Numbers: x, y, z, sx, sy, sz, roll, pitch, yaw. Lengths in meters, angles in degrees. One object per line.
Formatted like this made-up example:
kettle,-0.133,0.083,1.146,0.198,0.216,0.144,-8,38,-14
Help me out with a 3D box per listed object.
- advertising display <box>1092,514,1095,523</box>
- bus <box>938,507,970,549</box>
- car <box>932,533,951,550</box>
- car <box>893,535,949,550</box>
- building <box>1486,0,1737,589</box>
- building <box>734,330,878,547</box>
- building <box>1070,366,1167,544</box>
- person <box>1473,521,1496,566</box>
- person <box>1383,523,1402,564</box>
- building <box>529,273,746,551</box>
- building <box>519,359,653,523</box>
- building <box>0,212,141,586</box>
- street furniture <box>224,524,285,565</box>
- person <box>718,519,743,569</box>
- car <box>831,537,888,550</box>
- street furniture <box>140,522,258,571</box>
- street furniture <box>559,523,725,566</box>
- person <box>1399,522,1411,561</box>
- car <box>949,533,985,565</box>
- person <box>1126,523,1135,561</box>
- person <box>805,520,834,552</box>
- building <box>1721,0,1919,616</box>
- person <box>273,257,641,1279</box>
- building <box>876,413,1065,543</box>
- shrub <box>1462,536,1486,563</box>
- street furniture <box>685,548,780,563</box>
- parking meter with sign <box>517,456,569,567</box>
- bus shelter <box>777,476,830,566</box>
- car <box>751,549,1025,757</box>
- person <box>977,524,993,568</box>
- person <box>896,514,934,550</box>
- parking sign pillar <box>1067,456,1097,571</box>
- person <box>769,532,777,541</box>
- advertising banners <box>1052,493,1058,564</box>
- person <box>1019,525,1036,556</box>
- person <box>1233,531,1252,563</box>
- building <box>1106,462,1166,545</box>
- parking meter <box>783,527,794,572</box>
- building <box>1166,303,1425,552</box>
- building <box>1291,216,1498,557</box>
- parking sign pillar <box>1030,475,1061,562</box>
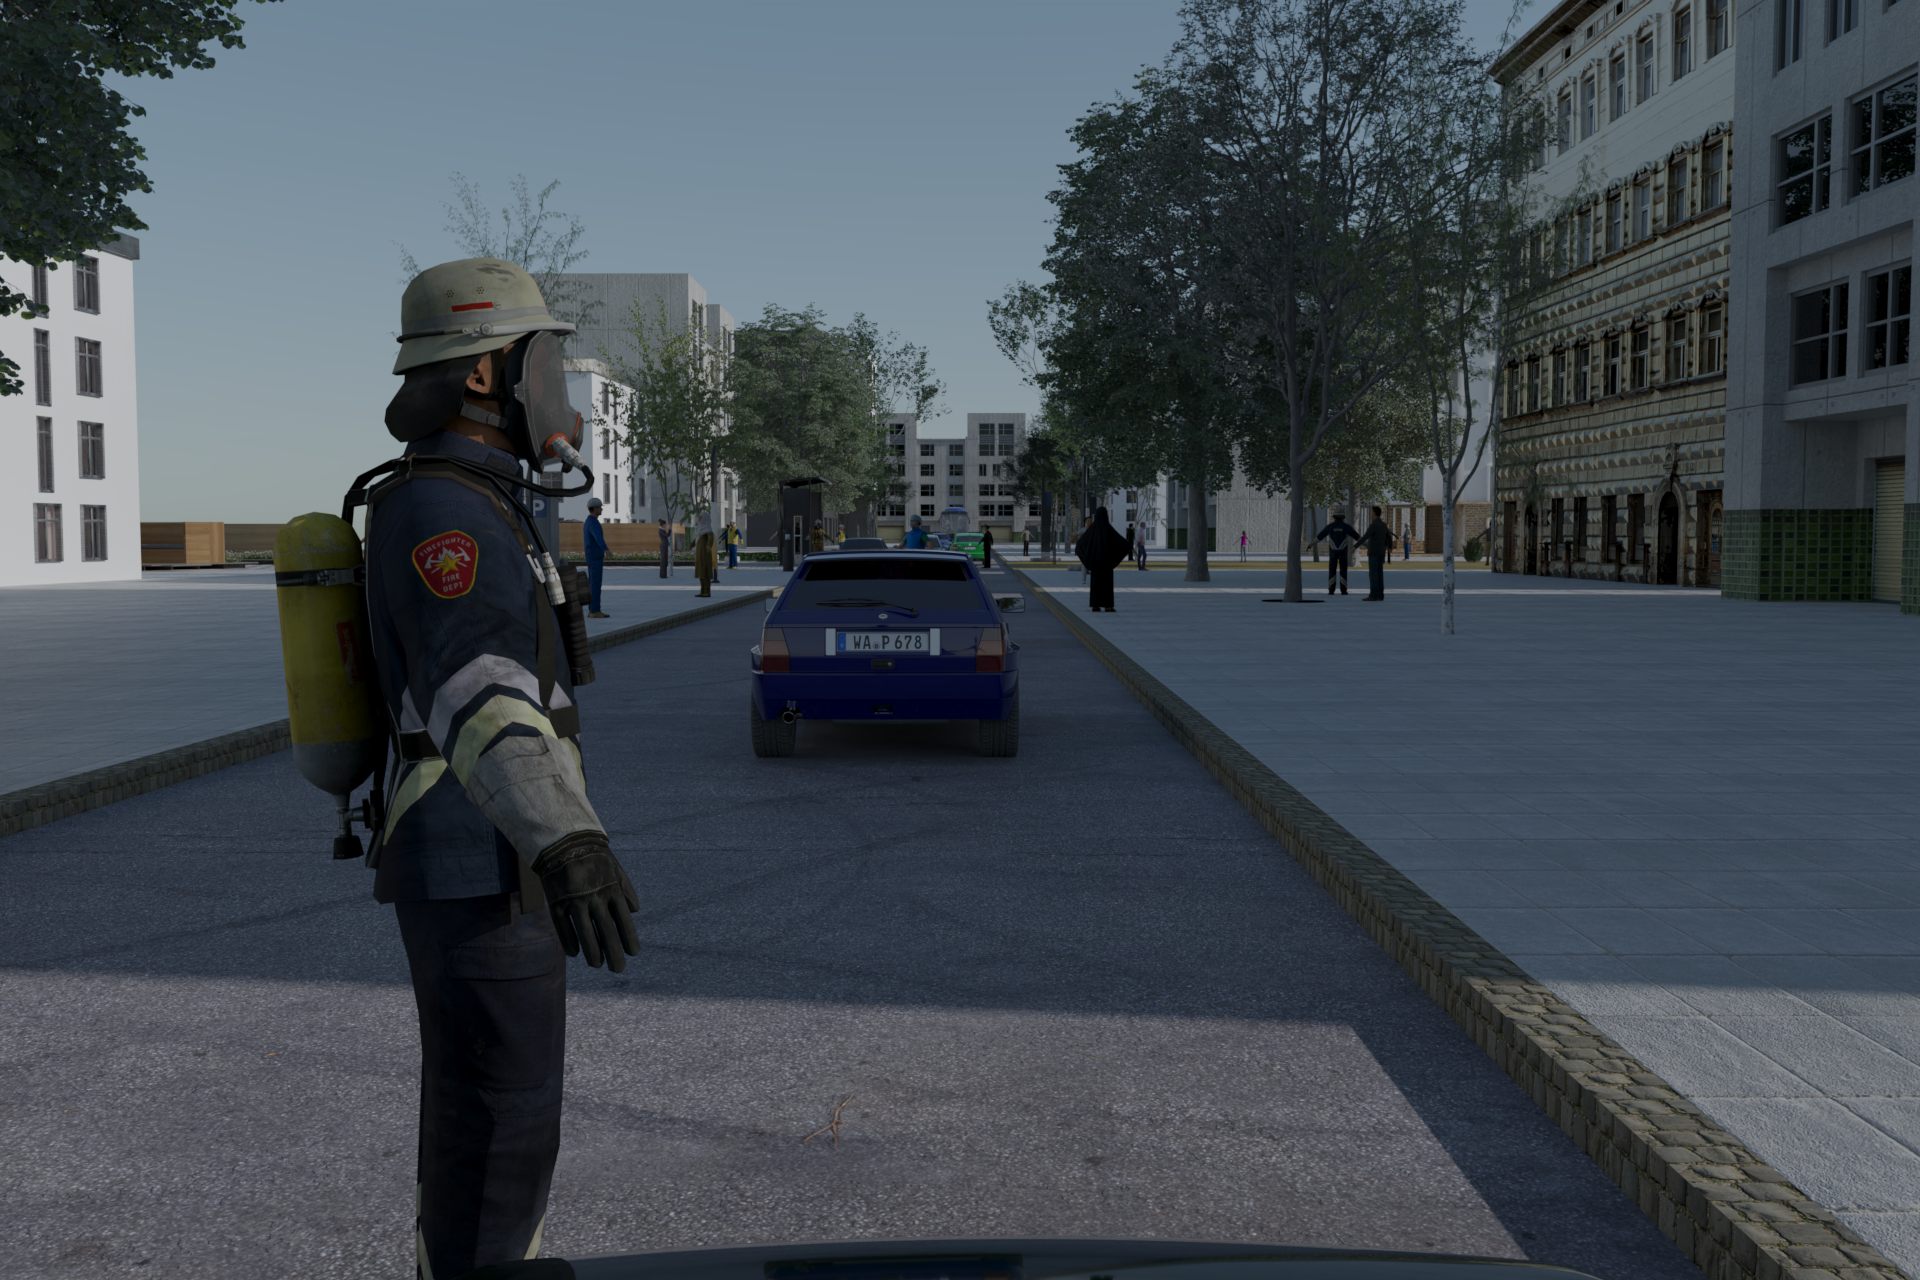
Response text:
advertising display,4.398,-3.145,56.631,0.123,1.923,0.974,0,4,0
bus,-0.446,-10.417,161.860,2.896,3.916,12.251,0,4,1
car,-1.720,-8.220,143.981,1.945,1.707,3.694,0,4,0
car,-1.410,-3.118,62.975,2.014,1.417,4.499,0,4,1
building,26.789,-13.245,47.486,19.493,23.208,18.063,0,4,0
building,-24.122,-21.168,190.068,27.936,21.610,32.646,0,4,1
building,24.676,-24.572,232.672,19.493,23.208,18.063,0,4,0
person,21.570,-3.920,70.367,1.348,1.796,0.705,1,4,12
person,18.128,-4.083,73.480,1.216,1.740,0.721,0,4,-3
building,-26.800,-16.330,133.449,16.747,18.905,31.486,0,4,0
building,-21.726,-9.481,97.160,9.099,9.664,28.070,0,4,1
building,-24.274,-5.705,35.420,9.099,9.664,28.070,0,4,1
street furniture,-31.534,-4.170,75.037,9.812,1.723,11.010,0,4,-2
person,-8.385,-3.533,63.737,1.349,1.833,0.705,3,5,43
car,-3.028,-2.553,54.322,1.945,1.354,3.894,0,4,0
street furniture,-30.678,-3.500,64.072,11.010,1.723,9.812,1,4,20
street furniture,-13.053,-3.909,70.774,11.010,1.723,9.812,0,4,-2
person,21.472,-4.740,83.354,0.705,1.847,1.347,0,4,-6
car,0.416,-4.261,78.469,1.959,1.807,4.718,0,4,-1
person,8.240,-4.707,83.139,0.705,1.806,1.347,-1,4,-19
person,-5.597,-3.834,68.461,1.354,1.858,0.705,-3,4,-36
building,23.265,-9.271,18.045,16.747,18.905,31.486,0,4,1
person,-0.724,0.337,2.732,0.705,1.856,1.354,-1,4,-19
building,1.131,-23.861,259.047,31.486,18.905,16.747,0,4,1
shrub,23.027,-4.070,77.656,1.383,1.207,1.383,0,3,0
street furniture,-9.750,-3.949,80.191,10.072,0.657,5.734,0,4,-5
parking meter with sign,-6.924,-1.992,28.823,0.543,3.016,1.738,0,4,0
bus shelter,-6.602,-5.034,73.583,1.731,3.624,6.357,0,4,0
car,-0.483,0.007,12.468,1.945,1.354,3.894,0,4,0
person,1.116,-3.934,72.717,0.705,1.837,1.347,2,4,28
person,-0.898,-1.554,33.987,0.704,1.817,1.347,-3,5,-43
parking sign pillar,4.458,-4.384,60.144,1.447,3.967,1.447,0,4,0
person,-9.980,-5.518,96.407,1.347,1.806,0.705,1,4,21
advertising banners,4.049,-4.754,73.908,0.090,3.025,2.074,0,4,-1
person,3.824,-5.703,99.378,0.705,1.813,1.348,3,5,44
person,12.682,-4.186,77.704,0.991,1.433,0.599,-2,4,-25
building,23.126,-16.381,209.974,9.099,9.664,28.070,0,4,1
parking meter,-5.880,-3.112,59.294,0.372,1.533,0.369,0,3,0
building,26.376,-16.489,136.052,16.747,18.905,31.486,0,4,0
building,26.365,-15.502,109.878,16.016,20.090,11.380,0,4,0
parking sign pillar,3.970,-5.612,80.234,1.447,3.967,1.447,0,4,1
